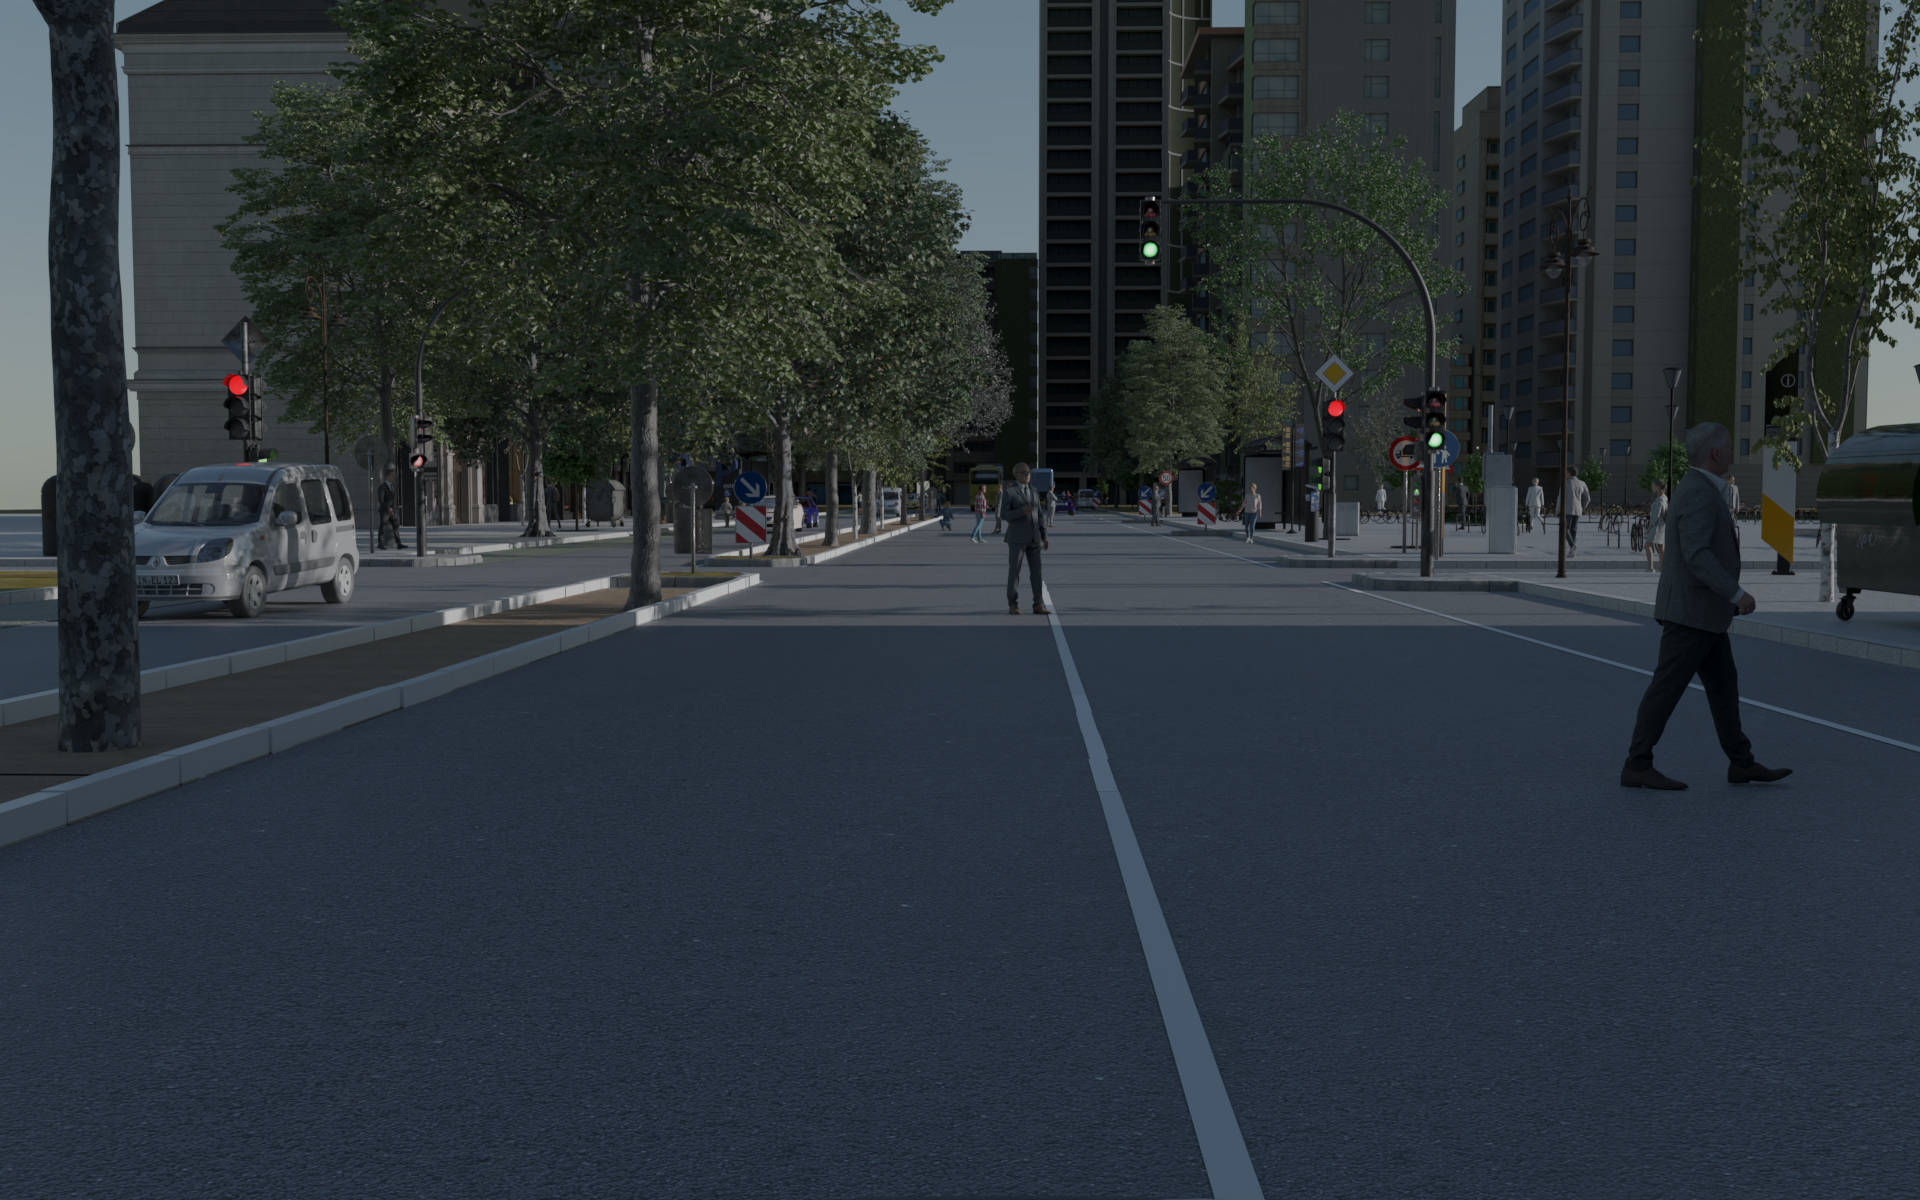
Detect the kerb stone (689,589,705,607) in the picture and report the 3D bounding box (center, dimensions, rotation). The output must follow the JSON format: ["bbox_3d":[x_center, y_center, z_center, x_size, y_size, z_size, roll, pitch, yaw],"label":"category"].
[{"bbox_3d":[-3.464,-0.007,22.327,0.120,0.150,1.000,0,4,2],"label":"kerb stone"}]

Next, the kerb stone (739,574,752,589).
[{"bbox_3d":[-3.341,-0.259,26.426,0.120,0.150,1.000,0,4,2],"label":"kerb stone"}]

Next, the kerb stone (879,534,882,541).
[{"bbox_3d":[-2.540,-1.862,52.637,0.120,0.150,1.000,0,4,2],"label":"kerb stone"}]

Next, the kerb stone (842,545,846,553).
[{"bbox_3d":[-2.882,-1.172,41.359,0.120,0.150,1.000,0,4,2],"label":"kerb stone"}]

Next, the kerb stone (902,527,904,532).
[{"bbox_3d":[-2.229,-2.489,62.897,0.120,0.150,1.000,0,4,2],"label":"kerb stone"}]

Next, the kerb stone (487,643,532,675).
[{"bbox_3d":[-3.715,0.493,14.140,0.120,0.150,1.000,0,4,2],"label":"kerb stone"}]

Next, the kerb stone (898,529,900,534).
[{"bbox_3d":[-2.286,-2.361,60.842,0.120,0.150,1.000,0,4,2],"label":"kerb stone"}]

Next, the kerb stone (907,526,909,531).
[{"bbox_3d":[-2.130,-2.677,65.974,0.120,0.150,1.000,0,4,2],"label":"kerb stone"}]

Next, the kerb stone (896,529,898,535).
[{"bbox_3d":[-2.328,-2.300,59.817,0.120,0.150,1.000,0,4,2],"label":"kerb stone"}]

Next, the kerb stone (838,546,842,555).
[{"bbox_3d":[-2.905,-1.109,40.331,0.120,0.150,1.000,0,4,2],"label":"kerb stone"}]

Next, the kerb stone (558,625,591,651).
[{"bbox_3d":[-3.656,0.367,16.187,0.120,0.150,1.000,0,4,2],"label":"kerb stone"}]

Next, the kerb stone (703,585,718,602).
[{"bbox_3d":[-3.436,-0.071,23.349,0.120,0.150,1.000,0,4,2],"label":"kerb stone"}]

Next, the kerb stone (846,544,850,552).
[{"bbox_3d":[-2.858,-1.233,42.388,0.120,0.150,1.000,0,4,2],"label":"kerb stone"}]

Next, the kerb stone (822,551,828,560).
[{"bbox_3d":[-3.016,-0.922,37.265,0.120,0.150,1.000,0,4,2],"label":"kerb stone"}]

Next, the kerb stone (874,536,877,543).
[{"bbox_3d":[-2.611,-1.735,50.583,0.120,0.150,1.000,0,4,2],"label":"kerb stone"}]

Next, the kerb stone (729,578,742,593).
[{"bbox_3d":[-3.368,-0.189,25.399,0.120,0.150,1.000,0,4,2],"label":"kerb stone"}]

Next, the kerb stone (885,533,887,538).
[{"bbox_3d":[-2.481,-1.984,54.693,0.120,0.150,1.000,0,4,2],"label":"kerb stone"}]

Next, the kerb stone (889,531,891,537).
[{"bbox_3d":[-2.424,-2.113,56.745,0.120,0.150,1.000,0,4,2],"label":"kerb stone"}]

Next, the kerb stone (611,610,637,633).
[{"bbox_3d":[-3.596,0.244,18.233,0.120,0.150,1.000,0,4,2],"label":"kerb stone"}]

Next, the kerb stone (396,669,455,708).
[{"bbox_3d":[-3.768,0.624,12.095,0.120,0.150,1.000,0,4,2],"label":"kerb stone"}]

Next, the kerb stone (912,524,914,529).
[{"bbox_3d":[-2.039,-2.866,69.054,0.120,0.150,1.000,0,4,2],"label":"kerb stone"}]

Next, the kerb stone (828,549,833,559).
[{"bbox_3d":[-2.978,-0.982,38.288,0.120,0.150,1.000,0,4,2],"label":"kerb stone"}]

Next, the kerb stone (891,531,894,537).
[{"bbox_3d":[-2.386,-2.176,57.766,0.120,0.150,1.000,0,4,2],"label":"kerb stone"}]

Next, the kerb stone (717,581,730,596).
[{"bbox_3d":[-3.407,-0.129,24.371,0.120,0.150,1.000,0,4,2],"label":"kerb stone"}]

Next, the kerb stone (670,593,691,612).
[{"bbox_3d":[-3.497,0.054,21.306,0.120,0.150,1.000,0,4,2],"label":"kerb stone"}]

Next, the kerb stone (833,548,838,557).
[{"bbox_3d":[-2.944,-1.047,39.310,0.120,0.150,1.000,0,4,2],"label":"kerb stone"}]

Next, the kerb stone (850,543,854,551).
[{"bbox_3d":[-2.823,-1.298,43.417,0.120,0.150,1.000,0,4,2],"label":"kerb stone"}]

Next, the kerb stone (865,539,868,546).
[{"bbox_3d":[-2.694,-1.536,47.505,0.120,0.150,1.000,0,4,2],"label":"kerb stone"}]

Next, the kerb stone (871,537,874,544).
[{"bbox_3d":[-2.637,-1.673,49.553,0.120,0.150,1.000,0,4,2],"label":"kerb stone"}]

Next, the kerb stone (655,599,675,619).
[{"bbox_3d":[-3.524,0.119,20.284,0.120,0.150,1.000,0,4,2],"label":"kerb stone"}]

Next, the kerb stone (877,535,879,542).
[{"bbox_3d":[-2.573,-1.799,51.616,0.120,0.150,1.000,0,4,2],"label":"kerb stone"}]

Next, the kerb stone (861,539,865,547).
[{"bbox_3d":[-2.732,-1.485,46.483,0.120,0.150,1.000,0,4,2],"label":"kerb stone"}]

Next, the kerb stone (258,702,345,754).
[{"bbox_3d":[-3.836,0.743,10.047,0.120,0.150,1.000,0,4,2],"label":"kerb stone"}]

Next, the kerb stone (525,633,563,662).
[{"bbox_3d":[-3.692,0.430,15.162,0.120,0.150,1.000,0,4,2],"label":"kerb stone"}]

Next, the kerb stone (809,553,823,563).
[{"bbox_3d":[-3.040,-0.858,36.242,0.120,0.150,1.000,0,4,2],"label":"kerb stone"}]

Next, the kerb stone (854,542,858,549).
[{"bbox_3d":[-2.798,-1.360,44.439,0.120,0.150,1.000,0,4,2],"label":"kerb stone"}]

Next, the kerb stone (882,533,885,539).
[{"bbox_3d":[-2.512,-1.921,53.663,0.120,0.150,1.000,0,4,2],"label":"kerb stone"}]

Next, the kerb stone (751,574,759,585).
[{"bbox_3d":[-3.316,-0.321,27.448,0.120,0.150,1.000,0,4,2],"label":"kerb stone"}]

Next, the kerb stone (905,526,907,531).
[{"bbox_3d":[-2.172,-2.612,64.941,0.120,0.150,1.000,0,4,2],"label":"kerb stone"}]

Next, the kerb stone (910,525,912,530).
[{"bbox_3d":[-2.070,-2.804,68.033,0.120,0.150,1.000,0,4,2],"label":"kerb stone"}]

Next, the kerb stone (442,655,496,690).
[{"bbox_3d":[-3.744,0.556,13.118,0.120,0.150,1.000,0,4,2],"label":"kerb stone"}]

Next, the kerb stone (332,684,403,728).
[{"bbox_3d":[-3.816,0.682,11.069,0.120,0.150,1.000,0,4,2],"label":"kerb stone"}]

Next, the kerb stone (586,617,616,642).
[{"bbox_3d":[-3.621,0.307,17.212,0.120,0.150,1.000,0,4,2],"label":"kerb stone"}]

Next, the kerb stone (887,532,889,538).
[{"bbox_3d":[-2.454,-2.041,55.715,0.120,0.150,1.000,0,4,2],"label":"kerb stone"}]

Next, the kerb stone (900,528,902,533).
[{"bbox_3d":[-2.262,-2.423,61.864,0.120,0.150,1.000,0,4,2],"label":"kerb stone"}]

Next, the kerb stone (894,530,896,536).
[{"bbox_3d":[-2.346,-2.236,58.792,0.120,0.150,1.000,0,4,2],"label":"kerb stone"}]

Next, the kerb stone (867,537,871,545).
[{"bbox_3d":[-2.668,-1.610,48.527,0.120,0.150,1.000,0,4,2],"label":"kerb stone"}]

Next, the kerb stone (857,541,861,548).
[{"bbox_3d":[-2.765,-1.423,45.461,0.120,0.150,1.000,0,4,2],"label":"kerb stone"}]

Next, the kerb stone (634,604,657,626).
[{"bbox_3d":[-3.563,0.179,19.263,0.120,0.150,1.000,0,4,2],"label":"kerb stone"}]
